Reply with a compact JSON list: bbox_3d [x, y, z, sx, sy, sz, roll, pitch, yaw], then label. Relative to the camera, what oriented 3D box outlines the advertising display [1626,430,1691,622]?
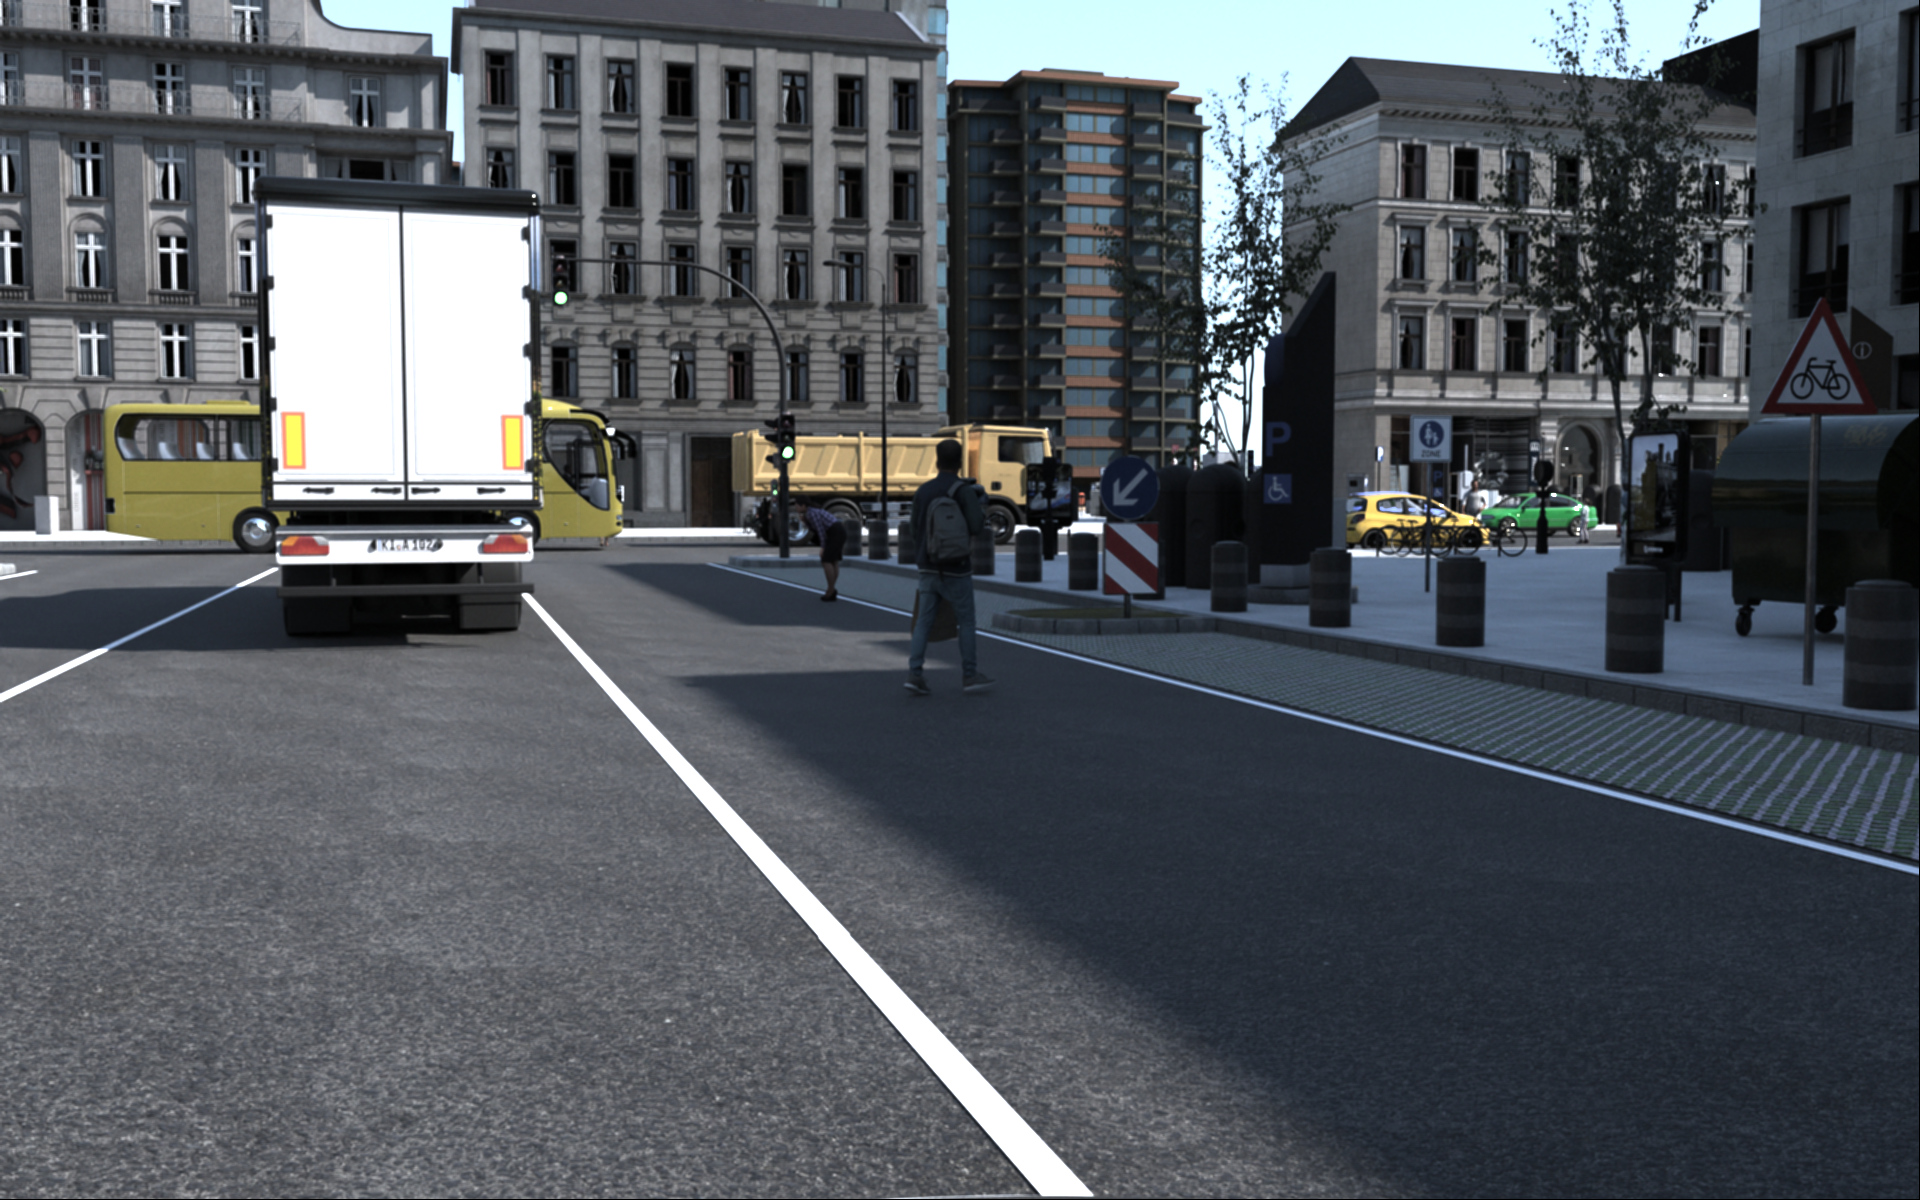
[{"bbox_3d":[7.170,-0.771,17.821,0.123,1.923,0.974,-1,4,-8],"label":"advertising display"}]

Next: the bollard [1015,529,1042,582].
[{"bbox_3d":[1.006,-0.651,25.355,0.404,0.777,0.398,0,3,0],"label":"bollard"}]

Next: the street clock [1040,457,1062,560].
[{"bbox_3d":[1.726,-1.774,33.577,0.358,2.002,0.471,0,4,8],"label":"street clock"}]

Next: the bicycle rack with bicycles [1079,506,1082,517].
[{"bbox_3d":[5.587,-5.092,96.639,2.852,0.926,2.925,-1,4,-12],"label":"bicycle rack with bicycles"}]

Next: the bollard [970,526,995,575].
[{"bbox_3d":[0.354,-0.781,27.486,0.404,0.777,0.398,0,3,0],"label":"bollard"}]

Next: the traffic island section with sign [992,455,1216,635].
[{"bbox_3d":[1.420,-0.602,18.473,1.989,1.847,2.006,-1,4,-17],"label":"traffic island section with sign"}]

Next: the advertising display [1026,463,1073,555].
[{"bbox_3d":[1.877,-1.910,36.444,0.974,1.923,0.123,0,4,-4],"label":"advertising display"}]

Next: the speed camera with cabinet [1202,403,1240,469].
[{"bbox_3d":[5.057,-2.611,37.032,2.038,3.252,0.660,-2,4,-31],"label":"speed camera with cabinet"}]

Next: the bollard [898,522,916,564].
[{"bbox_3d":[-0.941,-1.043,31.765,0.404,0.777,0.398,0,3,0],"label":"bollard"}]

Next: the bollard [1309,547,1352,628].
[{"bbox_3d":[3.595,-0.128,16.810,0.404,0.777,0.398,0,3,0],"label":"bollard"}]

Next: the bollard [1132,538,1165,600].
[{"bbox_3d":[2.298,-0.389,21.084,0.404,0.777,0.398,0,3,0],"label":"bollard"}]

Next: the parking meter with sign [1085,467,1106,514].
[{"bbox_3d":[8.825,-7.105,112.430,0.543,3.016,1.738,3,5,42],"label":"parking meter with sign"}]

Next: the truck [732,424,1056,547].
[{"bbox_3d":[-1.359,-3.230,48.732,9.791,3.379,3.469,-1,4,-17],"label":"truck"}]

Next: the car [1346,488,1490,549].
[{"bbox_3d":[11.054,-1.979,42.577,3.980,1.641,2.015,-1,4,-15],"label":"car"}]

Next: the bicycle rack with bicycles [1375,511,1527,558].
[{"bbox_3d":[9.779,-1.361,35.642,2.852,0.926,2.925,-3,5,-43],"label":"bicycle rack with bicycles"}]

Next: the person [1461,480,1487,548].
[{"bbox_3d":[13.673,-2.293,46.135,0.875,1.805,0.789,0,4,0],"label":"person"}]

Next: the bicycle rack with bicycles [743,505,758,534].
[{"bbox_3d":[-5.986,-2.629,56.369,2.852,0.926,2.925,2,4,34],"label":"bicycle rack with bicycles"}]

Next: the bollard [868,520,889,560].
[{"bbox_3d":[-1.595,-1.174,33.905,0.404,0.777,0.398,0,3,0],"label":"bollard"}]

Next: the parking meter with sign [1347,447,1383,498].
[{"bbox_3d":[14.706,-4.149,64.103,1.738,3.016,0.543,2,4,35],"label":"parking meter with sign"}]

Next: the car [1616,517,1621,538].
[{"bbox_3d":[20.997,-2.487,49.704,4.494,1.783,2.155,-1,4,-17],"label":"car"}]

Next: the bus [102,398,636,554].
[{"bbox_3d":[-14.412,-3.157,43.158,12.252,3.916,2.896,-1,4,-17],"label":"bus"}]

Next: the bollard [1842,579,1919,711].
[{"bbox_3d":[5.539,0.263,10.413,0.404,0.777,0.398,0,3,0],"label":"bollard"}]

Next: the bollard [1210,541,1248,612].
[{"bbox_3d":[2.946,-0.259,18.951,0.404,0.777,0.398,0,3,0],"label":"bollard"}]

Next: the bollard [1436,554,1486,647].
[{"bbox_3d":[4.244,0.002,14.678,0.404,0.777,0.398,0,3,0],"label":"bollard"}]

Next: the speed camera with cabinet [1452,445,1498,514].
[{"bbox_3d":[20.880,-4.642,70.229,2.038,3.252,0.660,-2,4,-27],"label":"speed camera with cabinet"}]

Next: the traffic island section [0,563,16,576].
[{"bbox_3d":[-17.908,-0.497,30.414,2.009,0.180,2.903,-1,4,-17],"label":"traffic island section"}]

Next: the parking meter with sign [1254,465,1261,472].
[{"bbox_3d":[17.724,-6.574,103.740,0.543,3.016,1.738,1,4,9],"label":"parking meter with sign"}]

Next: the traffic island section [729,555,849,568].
[{"bbox_3d":[-3.511,-0.763,34.761,2.009,0.180,2.903,-1,4,-17],"label":"traffic island section"}]

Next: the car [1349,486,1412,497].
[{"bbox_3d":[13.511,-2.688,53.536,3.694,1.707,1.945,-1,4,-17],"label":"car"}]

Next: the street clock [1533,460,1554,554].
[{"bbox_3d":[12.538,-2.000,37.263,0.358,2.002,0.471,-1,4,-9],"label":"street clock"}]

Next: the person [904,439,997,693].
[{"bbox_3d":[-0.127,-0.241,12.420,0.713,1.824,0.794,-3,5,-41],"label":"person"}]

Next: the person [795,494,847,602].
[{"bbox_3d":[-1.850,-0.696,23.110,0.697,1.427,0.421,-1,4,-9],"label":"person"}]

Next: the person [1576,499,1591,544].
[{"bbox_3d":[17.995,-2.276,49.987,0.394,1.301,0.425,2,4,25],"label":"person"}]

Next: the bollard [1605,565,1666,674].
[{"bbox_3d":[4.891,0.133,12.545,0.404,0.777,0.398,0,3,0],"label":"bollard"}]

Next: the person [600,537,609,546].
[{"bbox_3d":[-9.696,-2.378,47.478,0.616,1.811,0.778,0,4,-5],"label":"person"}]

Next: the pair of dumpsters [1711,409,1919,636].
[{"bbox_3d":[8.180,-0.694,13.838,1.574,2.255,4.437,-1,4,-17],"label":"pair of dumpsters"}]

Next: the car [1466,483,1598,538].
[{"bbox_3d":[19.119,-3.026,58.273,4.718,1.807,1.959,-1,4,-18],"label":"car"}]

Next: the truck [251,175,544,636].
[{"bbox_3d":[-6.817,-1.959,20.943,2.839,4.237,11.283,-1,4,-19],"label":"truck"}]

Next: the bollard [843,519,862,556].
[{"bbox_3d":[-2.241,-1.304,36.038,0.404,0.777,0.398,0,3,0],"label":"bollard"}]

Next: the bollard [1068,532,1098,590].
[{"bbox_3d":[1.653,-0.520,23.218,0.404,0.777,0.398,0,3,0],"label":"bollard"}]
